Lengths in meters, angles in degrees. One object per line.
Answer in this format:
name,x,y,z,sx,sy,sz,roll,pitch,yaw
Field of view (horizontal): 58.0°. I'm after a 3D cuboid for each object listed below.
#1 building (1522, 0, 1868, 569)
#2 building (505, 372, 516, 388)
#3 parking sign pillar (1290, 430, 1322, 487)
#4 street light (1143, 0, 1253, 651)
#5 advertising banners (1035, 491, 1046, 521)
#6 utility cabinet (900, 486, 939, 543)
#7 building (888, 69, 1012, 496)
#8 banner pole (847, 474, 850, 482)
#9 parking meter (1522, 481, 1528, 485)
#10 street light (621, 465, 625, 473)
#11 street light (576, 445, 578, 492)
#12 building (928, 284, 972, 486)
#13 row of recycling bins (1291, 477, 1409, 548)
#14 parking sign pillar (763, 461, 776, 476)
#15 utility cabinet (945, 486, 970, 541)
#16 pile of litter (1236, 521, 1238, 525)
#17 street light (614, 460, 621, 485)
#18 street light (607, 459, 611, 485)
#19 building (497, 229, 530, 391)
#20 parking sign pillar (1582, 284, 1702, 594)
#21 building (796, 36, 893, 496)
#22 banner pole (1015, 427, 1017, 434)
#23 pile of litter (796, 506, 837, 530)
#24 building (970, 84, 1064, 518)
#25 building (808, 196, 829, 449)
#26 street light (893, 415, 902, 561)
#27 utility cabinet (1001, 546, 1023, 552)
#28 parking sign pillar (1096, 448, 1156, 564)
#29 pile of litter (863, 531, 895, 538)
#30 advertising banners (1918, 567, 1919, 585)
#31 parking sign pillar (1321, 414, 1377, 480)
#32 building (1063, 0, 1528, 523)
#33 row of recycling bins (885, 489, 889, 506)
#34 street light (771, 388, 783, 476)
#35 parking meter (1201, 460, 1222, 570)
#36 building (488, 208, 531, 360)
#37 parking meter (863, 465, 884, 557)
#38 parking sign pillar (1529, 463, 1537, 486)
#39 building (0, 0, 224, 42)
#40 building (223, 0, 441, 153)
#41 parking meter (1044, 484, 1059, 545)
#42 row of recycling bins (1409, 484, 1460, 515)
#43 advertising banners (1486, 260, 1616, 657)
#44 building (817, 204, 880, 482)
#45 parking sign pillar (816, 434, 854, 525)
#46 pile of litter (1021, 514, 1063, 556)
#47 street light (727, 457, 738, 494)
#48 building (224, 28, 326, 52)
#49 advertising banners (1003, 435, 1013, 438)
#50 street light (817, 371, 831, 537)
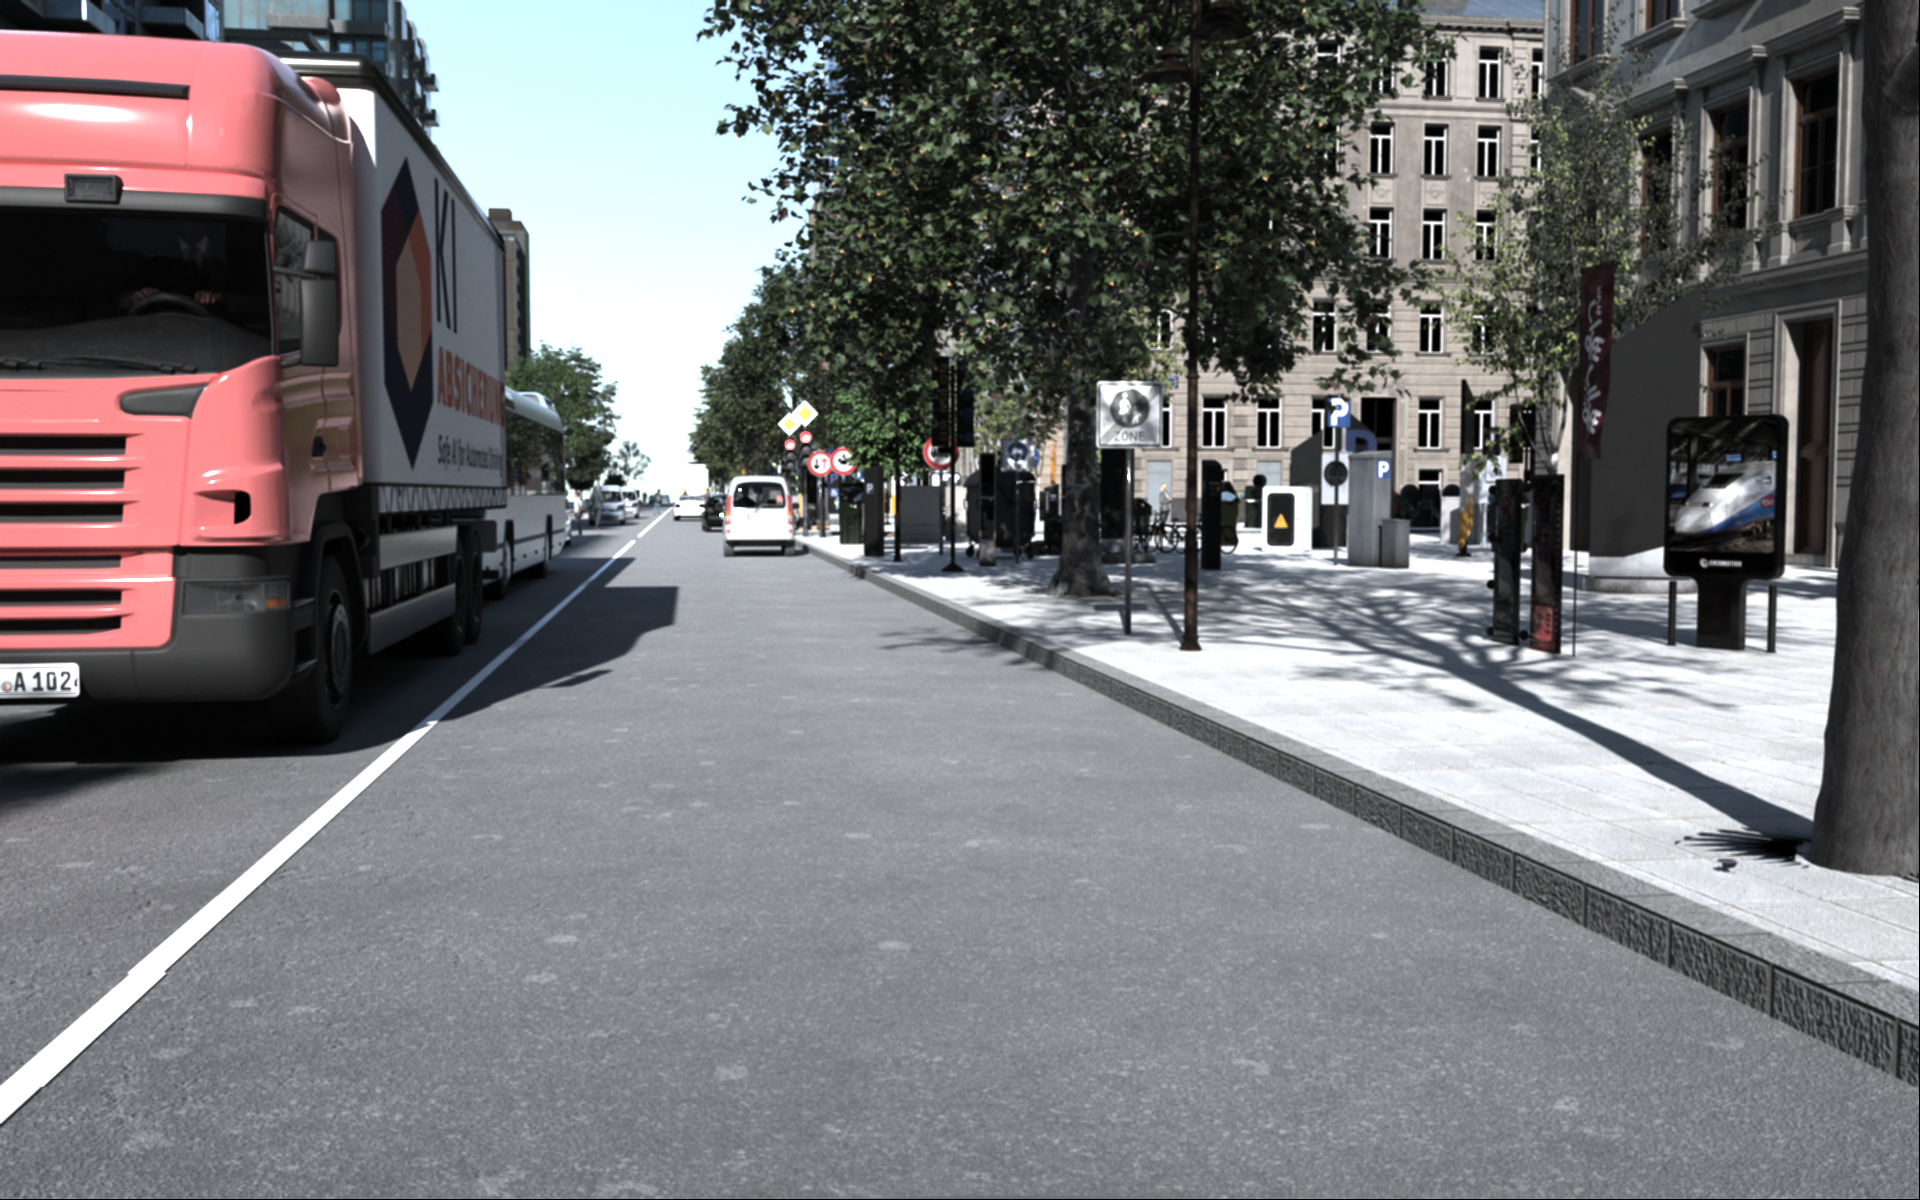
building,19.853,-11.904,30.781,11.583,22.565,21.152,-1,4,-9
building,-76.400,-24.060,238.415,27.650,21.520,28.899,-1,4,-9
parking sign pillar,14.411,-5.117,72.140,1.447,3.967,1.447,0,4,2
street light,1.897,-2.525,14.072,0.468,5.910,1.993,-1,4,-9
advertising banners,3.270,-5.304,82.901,2.074,3.025,0.090,-1,4,-12
utility cabinet,-1.056,-2.227,45.092,1.173,1.500,0.318,-1,4,-13
building,3.085,-43.977,157.282,20.563,71.187,20.611,-1,4,-9
banner pole,-6.544,-6.838,101.819,0.401,3.779,0.863,1,4,9
parking meter,24.771,-4.306,76.118,0.255,1.863,0.399,0,4,0
street light,-49.762,-17.207,254.121,0.468,5.910,1.993,-1,4,-9
street light,-33.739,-10.997,152.595,0.468,5.910,1.993,-1,4,-9
building,5.823,-20.704,125.900,14.401,28.519,23.554,-1,4,-9
row of recycling bins,9.463,-2.170,42.597,3.534,1.692,1.069,-3,5,-40
parking sign pillar,-13.146,-8.039,119.916,1.447,3.967,1.447,1,4,20
utility cabinet,0.147,-2.360,47.263,1.173,1.500,0.318,-3,4,-37
pile of litter,10.936,-3.527,71.625,1.176,0.858,1.719,1,4,10
street light,-46.690,-16.030,234.879,0.468,5.910,1.993,-1,4,-9
street light,-43.733,-14.877,216.024,0.468,5.910,1.993,-1,4,-9
building,-72.435,-35.264,260.152,14.154,41.232,14.086,-1,4,-9
parking sign pillar,8.976,-2.095,22.719,1.447,3.967,1.447,1,4,21
building,-14.923,-59.087,278.735,22.319,86.520,31.000,-1,4,-9
banner pole,2.101,-4.577,64.853,0.401,3.779,0.863,0,4,-7
pile of litter,-5.148,-2.920,61.701,1.719,0.858,1.176,-1,4,-17
building,8.355,-19.469,104.229,13.634,28.700,20.117,-1,4,-9
building,-14.933,-37.073,256.257,14.600,45.320,14.200,-1,4,-9
street light,-1.193,-3.677,32.900,0.468,5.910,1.993,-1,4,-9
utility cabinet,1.146,-1.822,38.463,0.318,1.500,1.173,1,4,12
parking sign pillar,2.963,-2.691,32.467,1.447,3.967,1.447,1,4,15
pile of litter,-2.560,-2.316,51.832,1.176,0.858,1.719,-1,4,-15
advertising banners,13.602,-1.727,24.417,2.074,3.025,0.090,-2,4,-24
parking sign pillar,12.025,-3.903,52.292,1.447,3.967,1.447,-1,4,-21
building,18.036,-17.490,83.229,25.104,27.353,12.463,-1,4,-9
row of recycling bins,-3.994,-6.873,119.491,3.534,1.692,1.069,1,4,13
street light,-8.008,-6.298,75.754,0.468,5.910,1.993,-1,4,-9
parking meter,4.279,-1.454,29.484,0.255,1.863,0.399,-1,4,-9
building,-75.495,-38.148,273.837,14.600,45.320,14.200,-1,4,-9
parking meter,-1.771,-1.822,35.504,0.399,1.863,0.255,3,5,41
parking sign pillar,38.678,-7.744,115.087,1.447,3.967,1.447,-2,4,-29
building,-47.525,-46.953,80.361,22.319,86.520,31.000,-1,4,-9
building,-62.290,-33.443,166.399,23.786,49.044,30.456,-1,4,-9
parking meter,2.286,-2.136,43.340,0.372,1.533,0.369,0,3,0
row of recycling bins,20.411,-4.048,73.297,3.534,1.692,1.069,2,4,26
advertising banners,4.768,-1.093,14.058,0.090,3.025,2.074,0,4,-7
building,-13.002,-34.177,242.395,14.154,41.232,14.086,-1,4,-9
parking sign pillar,-5.307,-5.147,72.624,1.447,3.967,1.447,0,4,-7
pile of litter,1.794,-1.404,36.913,1.176,0.858,1.719,2,4,31
street light,-19.880,-10.919,151.312,0.468,5.910,1.993,-1,4,-9
building,-62.350,-27.356,139.151,32.217,40.220,23.993,-1,4,-9
advertising banners,0.959,-3.344,50.870,0.090,3.025,2.074,3,4,37
street light,-4.093,-4.830,51.757,0.468,5.910,1.993,-1,4,-9
